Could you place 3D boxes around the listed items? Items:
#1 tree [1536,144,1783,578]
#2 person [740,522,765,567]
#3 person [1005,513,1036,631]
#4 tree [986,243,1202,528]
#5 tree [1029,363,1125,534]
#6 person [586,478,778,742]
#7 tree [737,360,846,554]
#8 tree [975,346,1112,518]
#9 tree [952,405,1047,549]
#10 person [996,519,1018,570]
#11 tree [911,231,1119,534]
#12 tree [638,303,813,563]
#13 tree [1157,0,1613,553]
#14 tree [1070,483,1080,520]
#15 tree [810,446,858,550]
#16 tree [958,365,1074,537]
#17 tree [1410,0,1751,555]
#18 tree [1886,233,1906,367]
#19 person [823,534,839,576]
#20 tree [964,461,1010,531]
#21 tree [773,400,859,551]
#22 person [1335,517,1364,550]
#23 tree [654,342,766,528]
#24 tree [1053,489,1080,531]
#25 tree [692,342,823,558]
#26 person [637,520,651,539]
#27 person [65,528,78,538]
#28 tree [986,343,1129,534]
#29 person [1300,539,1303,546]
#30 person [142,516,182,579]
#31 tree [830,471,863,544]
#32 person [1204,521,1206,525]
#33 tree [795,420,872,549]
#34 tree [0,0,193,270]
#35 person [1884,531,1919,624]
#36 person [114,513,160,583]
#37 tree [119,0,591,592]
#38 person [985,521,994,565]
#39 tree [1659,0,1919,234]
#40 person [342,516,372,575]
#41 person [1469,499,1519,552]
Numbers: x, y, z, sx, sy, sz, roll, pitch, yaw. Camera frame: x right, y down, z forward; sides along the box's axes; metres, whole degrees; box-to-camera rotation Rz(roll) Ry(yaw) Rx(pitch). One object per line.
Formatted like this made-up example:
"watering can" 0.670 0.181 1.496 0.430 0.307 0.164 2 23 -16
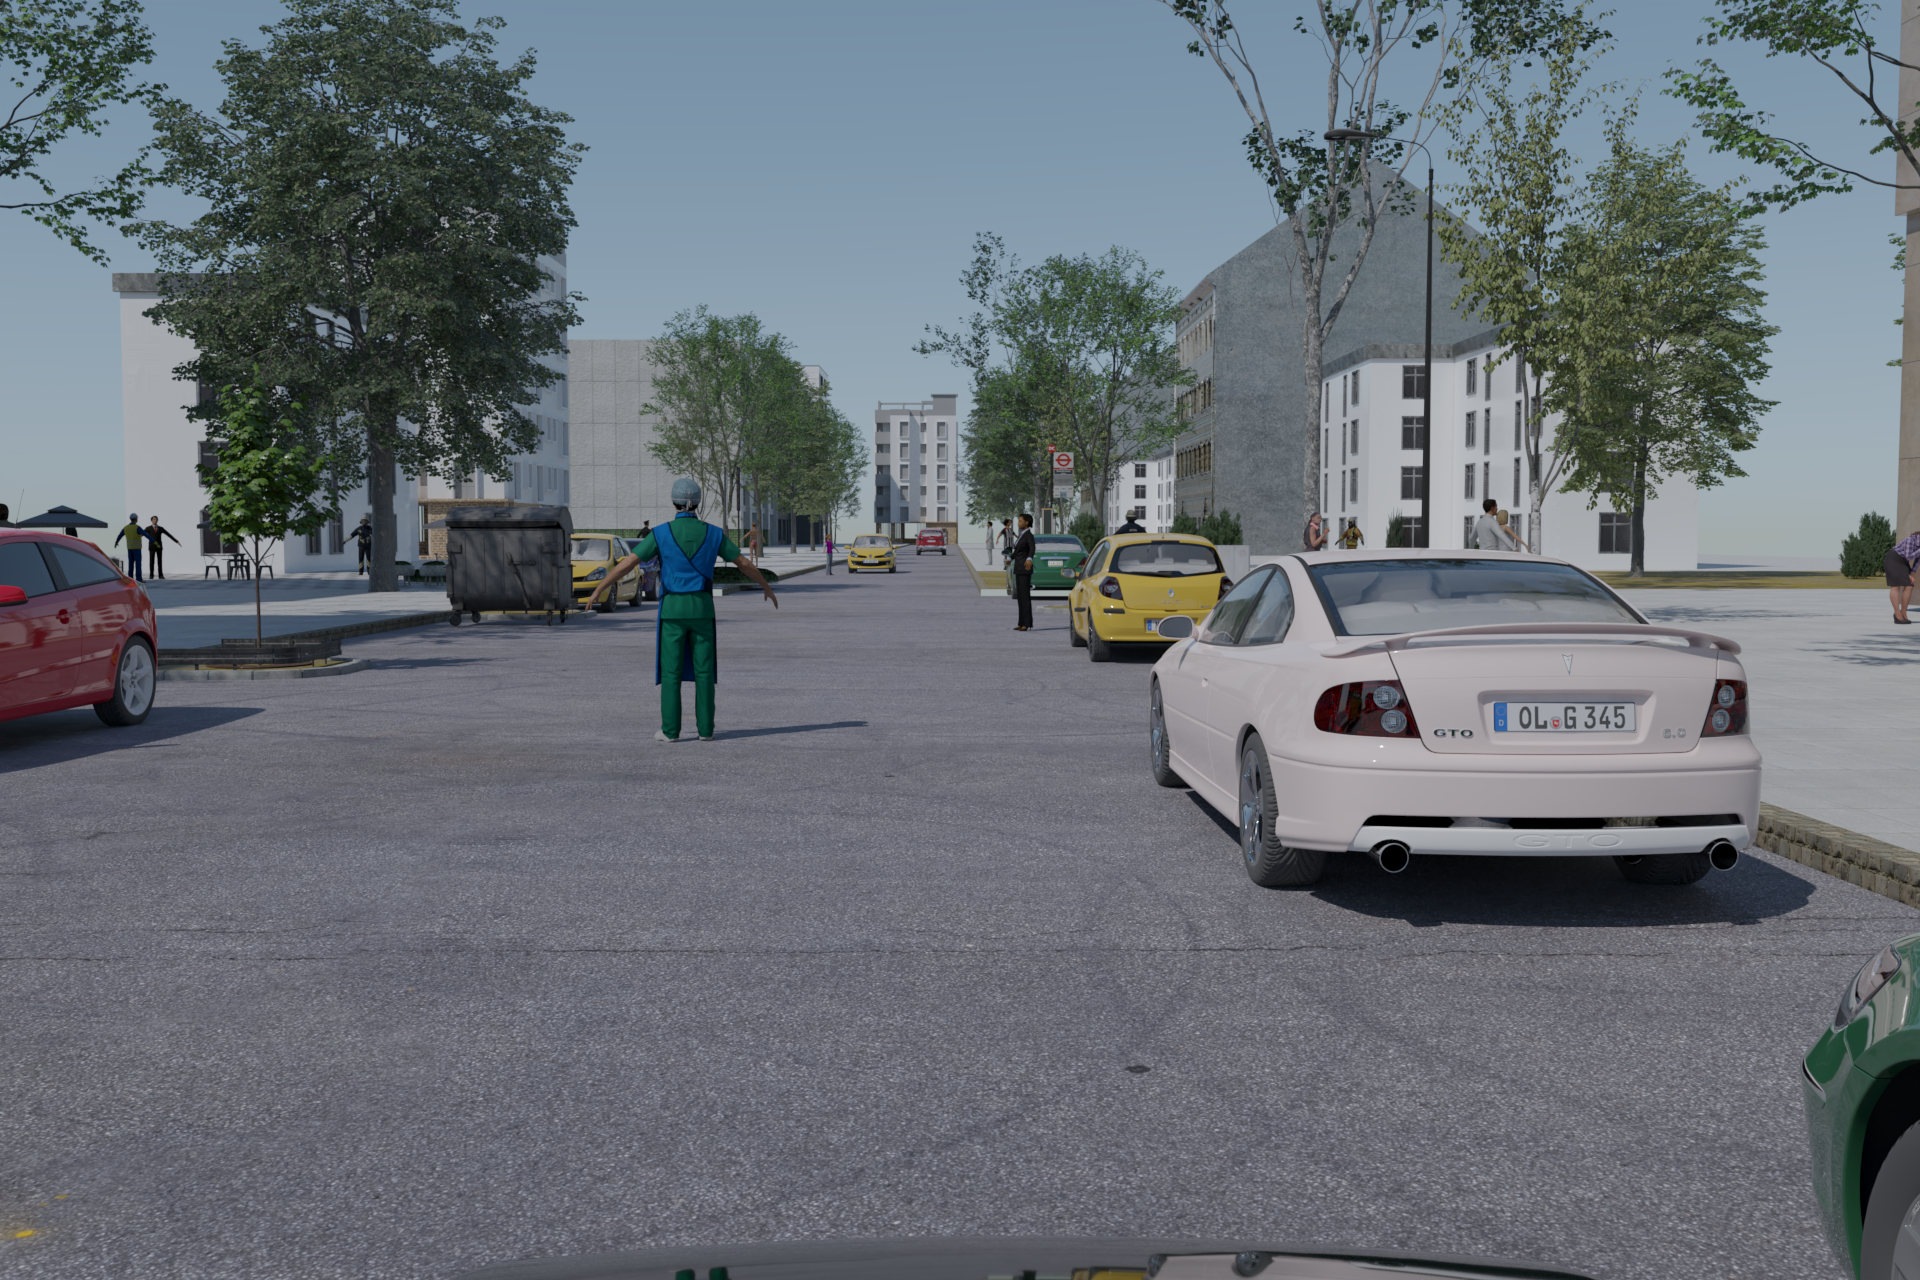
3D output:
"tree" 20.432 -8.134 51.111 7.486 12.596 7.792 0 3 0
"person" -8.062 -3.702 67.325 1.217 1.733 0.721 -3 5 -41
"person" 0.875 -1.005 25.613 0.721 1.740 1.216 -1 4 -13
"tree" 5.023 -8.423 63.464 9.928 11.665 9.643 0 3 0
"tree" 4.816 -7.645 75.353 4.737 8.622 4.395 0 3 0
"person" -1.900 -0.209 12.001 1.347 1.817 0.704 -1 4 -20
"tree" -11.256 -11.964 113.740 7.486 12.596 7.792 0 3 0
"tree" 4.607 -10.405 95.880 9.928 11.665 9.643 0 3 0
"tree" 4.357 -14.344 144.889 12.009 13.543 11.850 0 3 0
"person" 1.729 -3.390 61.565 1.345 1.843 0.704 -3 5 -42
"tree" 3.788 -15.492 109.188 12.611 20.169 13.585 0 3 0
"tree" -10.447 -9.275 77.399 9.928 11.665 9.643 0 3 0
"tree" 9.200 -11.097 37.324 12.611 20.169 13.585 0 3 0
"tree" 17.426 -17.619 238.435 4.360 8.622 3.978 0 3 0
"tree" -10.882 -11.398 136.720 4.360 8.622 3.978 0 3 0
"tree" 4.714 -13.665 130.079 9.857 13.997 8.962 0 3 0
"tree" 8.357 -4.524 24.330 4.737 8.622 4.395 0 3 0
"tree" 25.902 -7.524 41.150 7.486 12.596 7.792 0 3 0
"person" -4.471 -2.950 59.958 0.599 1.433 0.991 2 4 27
"tree" 4.298 -19.410 235.485 7.486 12.596 7.792 0 3 0
"tree" -11.179 -12.465 129.551 9.928 11.665 9.643 0 3 0
"person" 13.022 -3.175 57.684 0.705 1.858 1.354 -2 4 -30
"tree" -10.073 -7.113 66.657 4.360 8.622 3.978 0 3 0
"tree" 13.958 -17.206 231.678 4.737 8.622 4.395 0 3 0
"tree" -11.004 -10.281 93.842 9.928 11.665 9.643 0 3 0
"person" -12.326 -3.812 68.257 1.347 1.837 0.705 2 4 35
"person" -23.278 -2.402 45.494 0.704 1.802 1.346 -1 4 -18
"tree" 4.750 -9.199 84.822 7.601 10.594 8.767 0 4 5
"person" 15.152 -4.034 75.220 0.991 1.433 0.599 -2 4 -27
"person" -22.913 -2.640 49.343 1.347 1.806 0.705 -2 4 -35
"tree" -16.348 -18.104 230.415 7.601 10.594 8.767 0 4 2
"person" 9.867 -3.867 69.076 0.705 1.847 1.347 0 4 7
"tree" -11.031 -13.465 145.910 9.928 11.665 9.643 0 3 0
"tree" -13.213 -5.788 20.387 9.928 11.665 9.643 0 3 0
"person" 13.455 -0.933 24.524 0.421 1.427 0.697 -2 4 -26
"person" -21.596 -2.409 45.355 1.349 1.833 0.705 1 4 12
"tree" -12.963 -8.045 38.190 9.857 13.997 8.962 0 3 0
"person" 1.200 -3.982 71.289 0.705 1.806 1.347 0 4 4
"tree" 8.604 -5.372 13.588 9.928 11.665 9.643 0 3 0
"person" -18.488 -2.938 53.813 1.354 1.856 0.705 -1 4 -21
"person" 8.002 -1.220 26.109 0.704 1.810 1.344 -1 4 -16
